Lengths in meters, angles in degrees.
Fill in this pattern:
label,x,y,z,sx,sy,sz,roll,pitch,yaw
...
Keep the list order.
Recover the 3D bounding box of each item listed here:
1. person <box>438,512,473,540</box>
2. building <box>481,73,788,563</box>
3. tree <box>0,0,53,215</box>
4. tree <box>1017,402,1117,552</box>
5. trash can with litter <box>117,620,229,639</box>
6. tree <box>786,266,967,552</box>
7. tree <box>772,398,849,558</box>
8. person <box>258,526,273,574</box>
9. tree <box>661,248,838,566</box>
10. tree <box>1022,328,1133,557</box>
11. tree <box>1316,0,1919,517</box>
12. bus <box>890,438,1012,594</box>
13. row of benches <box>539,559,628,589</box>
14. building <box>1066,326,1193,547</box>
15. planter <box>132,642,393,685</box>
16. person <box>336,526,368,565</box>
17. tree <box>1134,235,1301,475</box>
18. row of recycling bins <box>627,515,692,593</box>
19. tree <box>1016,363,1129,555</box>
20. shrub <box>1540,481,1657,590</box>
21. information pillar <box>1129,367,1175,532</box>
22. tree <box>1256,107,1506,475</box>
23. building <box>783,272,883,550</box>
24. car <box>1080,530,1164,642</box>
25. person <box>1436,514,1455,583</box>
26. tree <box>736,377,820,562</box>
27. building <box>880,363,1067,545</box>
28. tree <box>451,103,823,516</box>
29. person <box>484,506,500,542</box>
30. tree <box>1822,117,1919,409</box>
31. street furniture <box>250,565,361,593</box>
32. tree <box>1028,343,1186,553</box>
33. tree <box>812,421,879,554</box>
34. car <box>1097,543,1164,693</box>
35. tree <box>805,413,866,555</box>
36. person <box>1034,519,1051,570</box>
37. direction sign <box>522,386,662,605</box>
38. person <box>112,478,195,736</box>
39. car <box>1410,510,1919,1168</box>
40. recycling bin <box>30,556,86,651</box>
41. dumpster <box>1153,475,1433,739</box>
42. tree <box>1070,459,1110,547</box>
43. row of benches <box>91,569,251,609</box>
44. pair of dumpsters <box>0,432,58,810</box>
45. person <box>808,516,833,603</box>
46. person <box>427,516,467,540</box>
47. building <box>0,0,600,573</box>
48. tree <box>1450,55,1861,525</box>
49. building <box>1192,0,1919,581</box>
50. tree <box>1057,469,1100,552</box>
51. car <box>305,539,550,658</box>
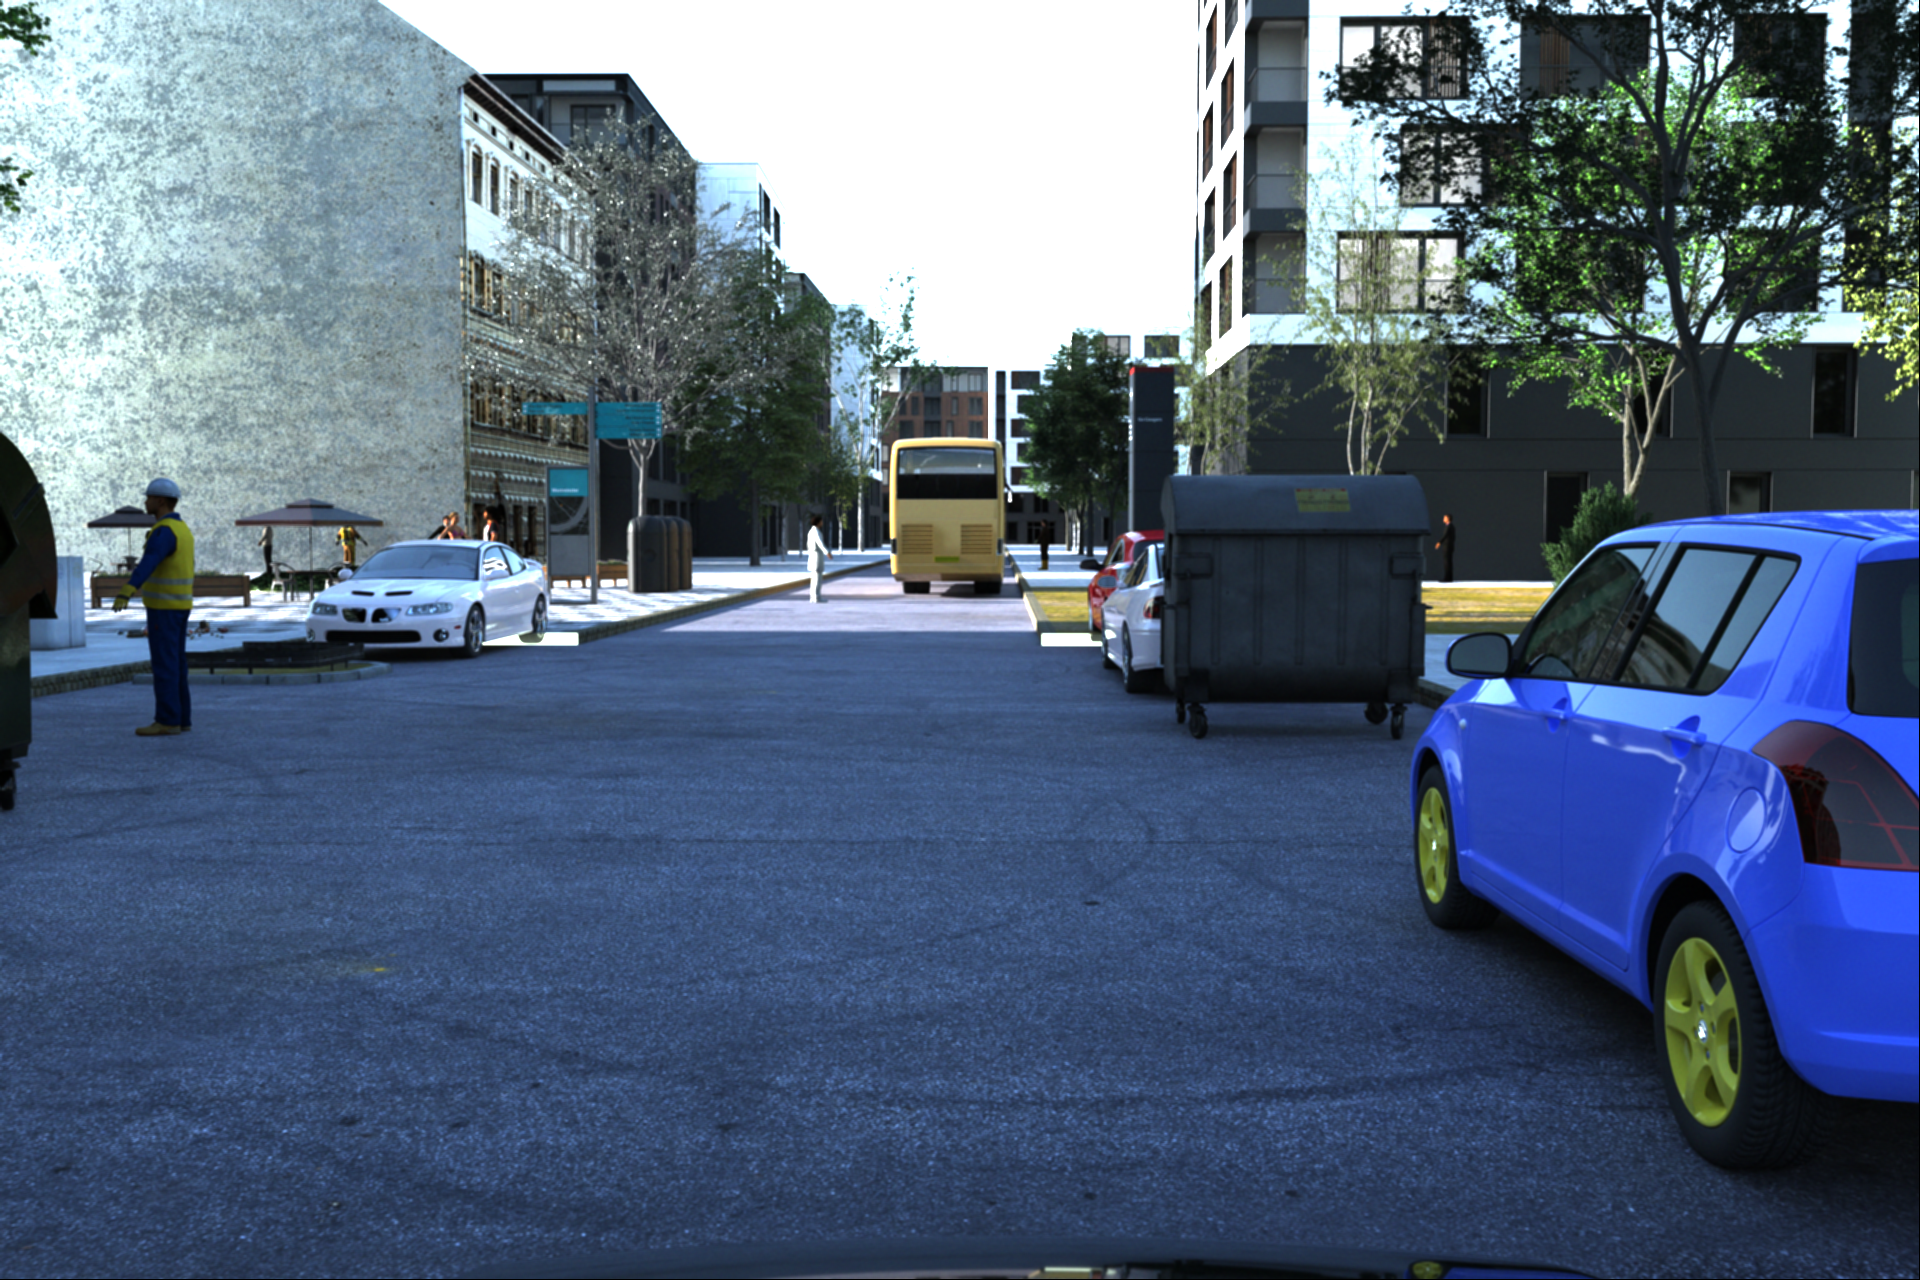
label,x,y,z,sx,sy,sz,roll,pitch,yaw
person,-10.385,-1.777,35.853,0.721,1.733,1.217,2,4,32
building,-25.038,-15.264,93.538,27.936,21.610,32.646,0,4,1
tree,-13.022,-5.556,16.596,9.928,11.665,9.643,0,3,0
tree,8.060,-12.329,127.331,9.928,11.665,9.643,0,3,0
trash can with litter,-9.921,-0.681,22.189,1.678,1.210,2.233,0,4,1
tree,-5.546,-16.239,121.394,12.611,20.169,13.585,0,3,0
tree,-8.723,-8.679,92.257,4.360,8.622,3.978,0,3,0
person,-21.783,-2.953,54.406,0.705,1.813,1.348,-1,4,-10
tree,-8.463,-9.228,69.000,7.486,12.596,7.792,0,3,0
tree,6.846,-10.877,95.966,7.486,12.596,7.792,0,3,0
tree,8.660,-5.224,19.828,8.767,10.594,7.601,0,4,-5
bus,-0.105,-3.235,44.435,2.896,3.916,12.252,0,4,2
row of benches,-8.667,-1.632,42.148,1.422,0.672,4.104,3,4,38
building,25.306,-20.949,186.493,27.936,21.610,32.646,0,4,2
planter,-6.880,0.225,17.465,1.991,0.319,1.994,0,4,2
person,-19.834,-3.092,56.325,1.354,1.858,0.705,2,4,27
tree,5.811,-5.701,43.577,4.360,8.622,3.978,0,3,0
row of recycling bins,-6.732,-1.963,39.213,1.069,1.692,3.534,0,4,3
tree,7.372,-11.046,106.356,9.928,11.665,9.643,0,3,0
shrub,9.534,-1.320,25.630,1.661,2.075,1.752,0,3,0
information pillar,2.990,-2.309,27.124,0.750,3.857,0.750,0,4,0
tree,6.821,-4.888,30.288,4.360,8.622,3.978,0,3,0
building,-22.051,-18.842,152.049,27.936,21.610,32.646,0,4,2
car,2.618,-0.782,21.828,2.155,1.783,4.494,0,3,0
person,12.908,-2.426,45.895,0.704,1.802,1.346,2,4,31
tree,-8.290,-7.939,80.164,4.737,8.622,4.395,0,3,0
building,0.967,-22.823,219.593,32.646,21.610,27.936,0,4,-2
tree,-9.129,-8.511,49.520,12.009,13.543,11.850,0,3,0
person,-8.927,-1.635,32.883,0.704,1.843,1.345,-1,4,-20
tree,16.740,-4.829,29.315,4.737,8.622,4.395,0,3,0
street furniture,-13.958,-1.639,42.420,5.734,0.657,10.072,0,4,-4
tree,7.332,-9.239,85.465,8.767,10.594,7.601,1,4,12
tree,-7.357,-9.779,110.250,4.737,8.622,4.395,0,3,0
car,2.425,-0.283,16.984,2.083,1.381,4.827,0,4,1
tree,-7.965,-9.442,104.746,4.360,8.622,3.978,0,3,0
person,2.992,-3.417,62.002,0.704,1.812,1.346,2,4,24
direction sign,-6.627,-2.638,31.900,2.525,3.948,1.411,0,4,2
person,-5.734,-0.246,12.450,0.705,1.833,1.349,0,4,-7
car,2.535,0.268,5.204,1.945,1.707,3.694,0,4,1
recycling bin,-10.329,-0.419,19.398,0.722,1.027,0.722,0,4,2
dumpster,2.376,-0.267,12.578,1.865,1.857,1.264,0,4,1
tree,7.546,-9.945,112.966,4.360,8.622,3.978,0,3,0
row of benches,-14.587,-0.898,30.144,4.104,0.672,1.422,-1,4,-18
pair of dumpsters,-6.967,-0.214,8.453,4.436,2.255,1.574,0,4,1
person,-2.971,-1.691,36.294,0.705,1.806,1.347,-1,4,-22
person,-14.720,-2.664,49.742,1.347,1.806,0.705,-1,4,-23
building,-25.212,-14.369,65.864,19.493,23.208,18.063,0,4,2
tree,14.764,-6.833,37.482,9.928,11.665,9.643,0,3,0
building,22.134,-13.364,62.484,27.936,21.610,32.646,0,4,2
tree,7.847,-10.418,120.698,4.360,8.622,3.978,0,3,0
car,-6.467,-0.558,21.493,2.083,1.381,4.827,0,4,2
